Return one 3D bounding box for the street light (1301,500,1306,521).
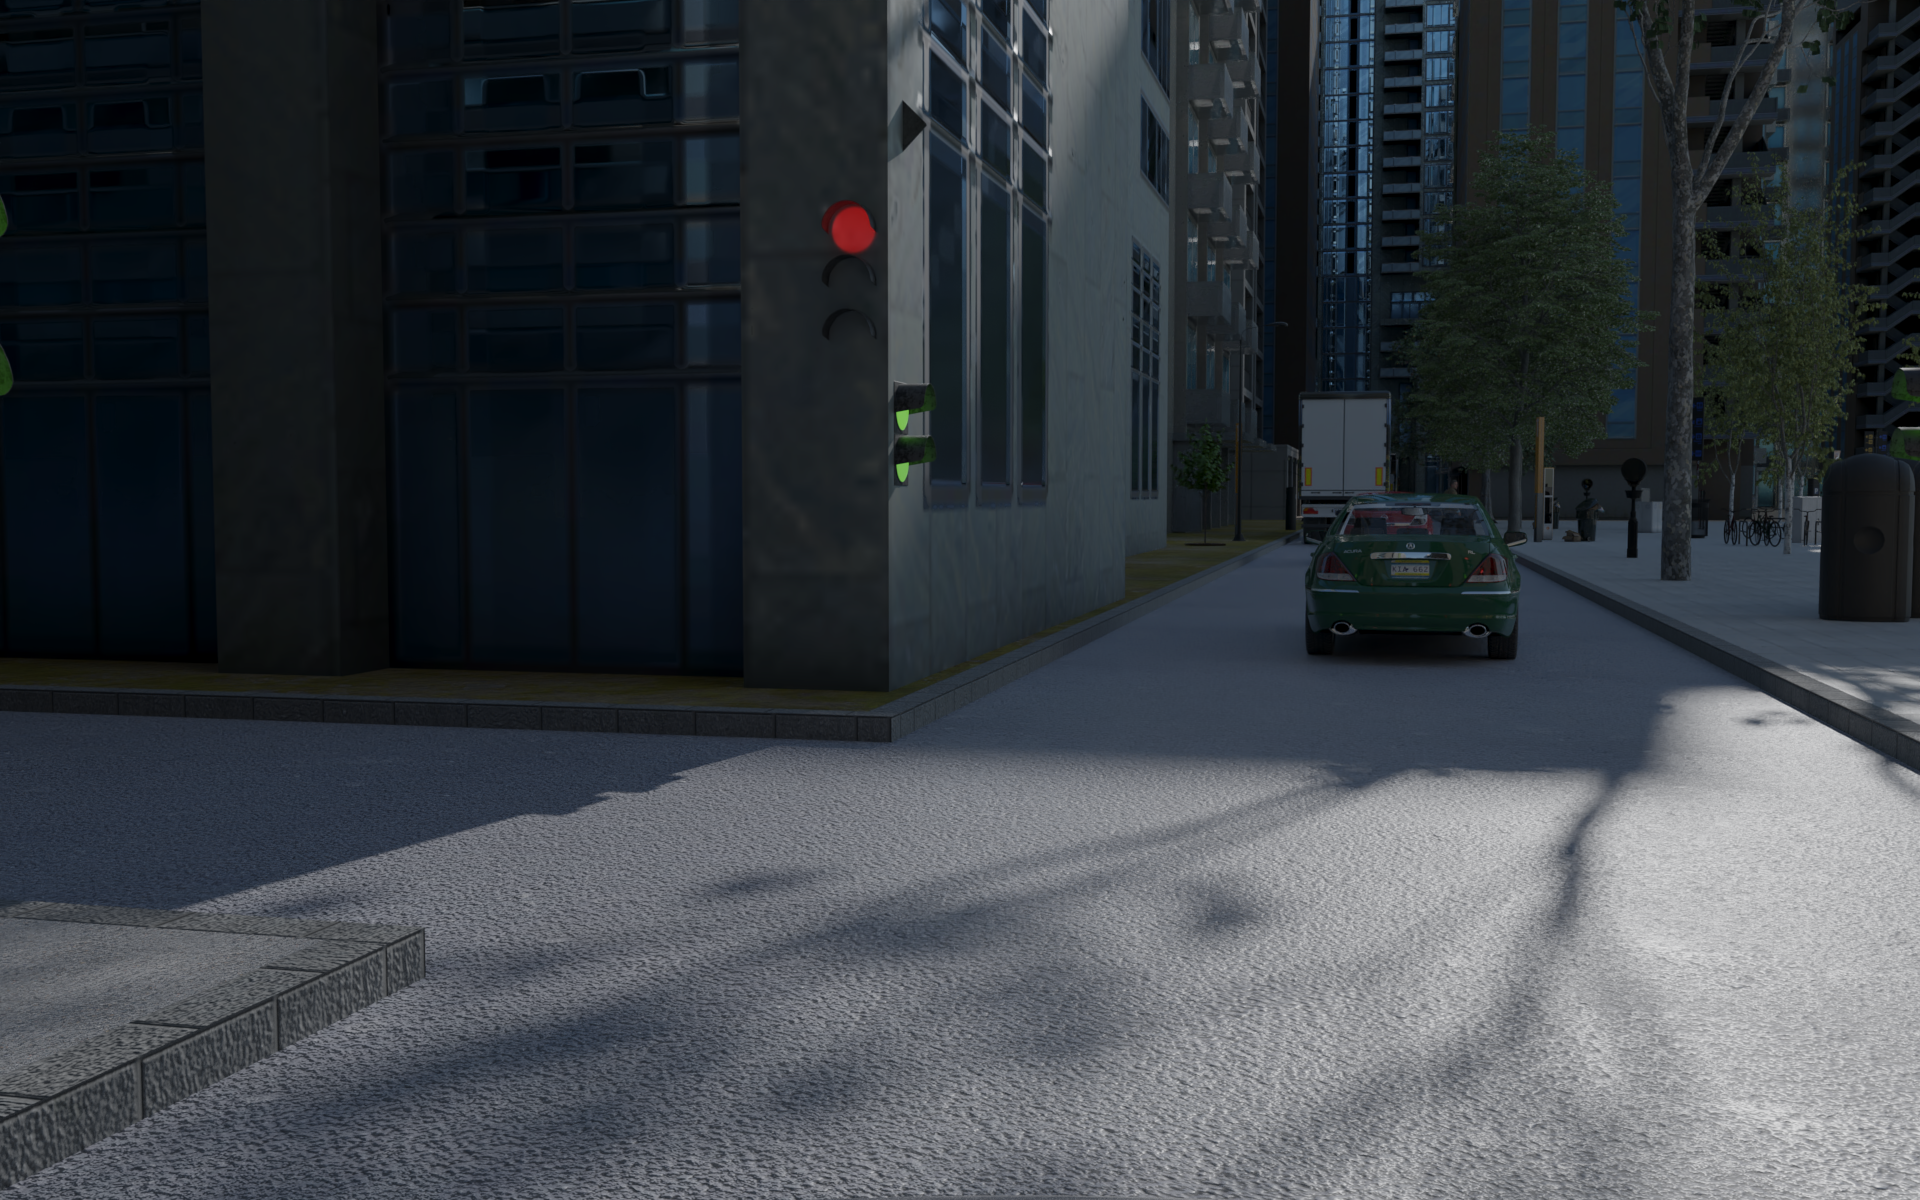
[{"bbox_3d":[16.706,-6.635,81.020,1.470,5.913,1.316,1,4,14],"label":"street light"}]

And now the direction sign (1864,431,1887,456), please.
[{"bbox_3d":[33.111,-4.325,62.712,0.876,3.537,0.379,0,4,-8],"label":"direction sign"}]

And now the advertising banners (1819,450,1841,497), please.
[{"bbox_3d":[34.532,-4.455,69.034,2.074,3.025,0.090,-2,4,-35],"label":"advertising banners"}]

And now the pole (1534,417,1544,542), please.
[{"bbox_3d":[15.358,-3.186,45.941,0.158,3.312,0.155,0,3,0],"label":"pole"}]

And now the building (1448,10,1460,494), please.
[{"bbox_3d":[36.770,-20.327,104.050,14.160,30.474,14.107,1,4,14],"label":"building"}]

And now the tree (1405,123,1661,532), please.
[{"bbox_3d":[17.685,-8.289,53.659,7.486,12.596,7.792,0,3,0],"label":"tree"}]

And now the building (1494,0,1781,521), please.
[{"bbox_3d":[33.303,-26.898,89.899,14.600,45.320,14.200,1,4,14],"label":"building"}]

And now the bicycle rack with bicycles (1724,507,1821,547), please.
[{"bbox_3d":[20.275,-1.810,42.982,2.852,0.926,2.925,1,4,20],"label":"bicycle rack with bicycles"}]

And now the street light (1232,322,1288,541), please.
[{"bbox_3d":[8.147,-4.555,47.018,1.470,5.913,1.316,1,4,14],"label":"street light"}]

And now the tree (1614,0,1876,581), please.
[{"bbox_3d":[11.638,-10.287,24.087,12.611,20.169,13.585,0,3,0],"label":"tree"}]

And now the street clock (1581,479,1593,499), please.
[{"bbox_3d":[29.303,-4.673,80.969,0.471,2.002,0.358,0,4,4],"label":"street clock"}]

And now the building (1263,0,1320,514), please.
[{"bbox_3d":[15.993,-28.301,112.826,14.600,45.320,14.200,1,4,14],"label":"building"}]

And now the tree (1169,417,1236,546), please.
[{"bbox_3d":[6.231,-2.974,43.228,1.663,3.219,1.824,0,3,0],"label":"tree"}]

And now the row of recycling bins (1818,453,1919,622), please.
[{"bbox_3d":[10.229,-0.701,18.581,1.069,1.692,3.534,3,5,45],"label":"row of recycling bins"}]

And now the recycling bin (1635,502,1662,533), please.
[{"bbox_3d":[22.806,-2.748,57.482,0.722,1.027,0.722,-3,5,-43],"label":"recycling bin"}]

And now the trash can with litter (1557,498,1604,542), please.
[{"bbox_3d":[16.739,-2.152,46.566,1.055,1.170,0.624,-2,4,-31],"label":"trash can with litter"}]

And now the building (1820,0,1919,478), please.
[{"bbox_3d":[79.250,-29.929,139.455,14.200,45.320,14.600,1,4,14],"label":"building"}]

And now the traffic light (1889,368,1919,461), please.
[{"bbox_3d":[5.822,-1.282,9.885,0.839,4.253,0.868,1,4,14],"label":"traffic light"}]

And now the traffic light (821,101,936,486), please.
[{"bbox_3d":[-0.603,-1.377,11.440,0.839,4.253,0.868,1,4,14],"label":"traffic light"}]

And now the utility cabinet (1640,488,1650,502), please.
[{"bbox_3d":[24.383,-3.239,61.634,0.318,1.500,1.173,1,4,20],"label":"utility cabinet"}]

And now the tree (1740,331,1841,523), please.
[{"bbox_3d":[36.847,-7.770,77.399,4.360,8.622,3.978,0,3,0],"label":"tree"}]

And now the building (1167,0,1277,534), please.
[{"bbox_3d":[-0.380,-27.268,65.437,23.786,49.044,30.456,1,4,14],"label":"building"}]

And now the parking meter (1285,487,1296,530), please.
[{"bbox_3d":[11.771,-3.254,61.611,0.372,1.533,0.369,0,3,0],"label":"parking meter"}]

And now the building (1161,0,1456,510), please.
[{"bbox_3d":[37.777,-52.751,175.152,31.000,86.520,22.319,1,4,14],"label":"building"}]

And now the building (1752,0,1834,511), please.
[{"bbox_3d":[81.966,-33.432,166.227,30.456,49.044,23.786,1,4,14],"label":"building"}]

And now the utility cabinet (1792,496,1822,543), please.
[{"bbox_3d":[22.304,-2.100,45.492,1.020,1.237,0.306,-2,4,-30],"label":"utility cabinet"}]

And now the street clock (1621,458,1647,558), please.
[{"bbox_3d":[13.523,-1.848,34.784,0.471,2.002,0.358,2,4,29],"label":"street clock"}]

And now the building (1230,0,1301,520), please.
[{"bbox_3d":[8.703,-40.225,95.933,20.563,71.187,20.611,1,4,14],"label":"building"}]

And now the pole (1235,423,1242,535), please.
[{"bbox_3d":[8.036,-3.433,49.979,0.158,3.312,0.155,0,3,0],"label":"pole"}]

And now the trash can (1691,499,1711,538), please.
[{"bbox_3d":[21.388,-2.361,50.260,0.748,1.137,0.748,0,3,0],"label":"trash can"}]

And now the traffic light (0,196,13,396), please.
[{"bbox_3d":[-2.507,-0.903,3.685,0.839,4.253,0.868,1,4,14],"label":"traffic light"}]

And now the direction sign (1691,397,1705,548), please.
[{"bbox_3d":[17.074,-2.985,40.799,0.379,3.537,0.876,-3,4,-38],"label":"direction sign"}]

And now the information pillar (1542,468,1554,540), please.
[{"bbox_3d":[16.300,-2.674,48.205,0.304,2.012,0.304,-1,4,-12],"label":"information pillar"}]

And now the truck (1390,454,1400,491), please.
[{"bbox_3d":[30.738,-8.439,126.891,2.839,4.237,11.283,1,4,15],"label":"truck"}]

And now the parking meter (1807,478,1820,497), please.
[{"bbox_3d":[31.791,-3.598,64.535,0.399,1.863,0.255,-2,4,-27],"label":"parking meter"}]

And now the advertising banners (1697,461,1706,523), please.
[{"bbox_3d":[27.125,-4.112,63.427,0.090,3.025,2.074,1,4,16],"label":"advertising banners"}]

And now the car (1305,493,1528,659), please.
[{"bbox_3d":[4.346,-0.294,16.600,2.131,1.459,4.920,1,4,15],"label":"car"}]

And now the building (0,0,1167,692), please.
[{"bbox_3d":[-7.609,-43.645,26.262,22.319,86.520,31.000,1,4,14],"label":"building"}]

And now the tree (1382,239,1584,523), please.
[{"bbox_3d":[22.962,-9.687,75.391,9.611,12.733,9.660,0,3,0],"label":"tree"}]

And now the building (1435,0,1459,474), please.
[{"bbox_3d":[50.859,-31.727,138.349,23.786,49.044,30.456,1,4,14],"label":"building"}]

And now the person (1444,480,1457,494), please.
[{"bbox_3d":[13.994,-2.504,49.346,0.656,1.842,0.836,3,4,38],"label":"person"}]

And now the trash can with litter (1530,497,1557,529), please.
[{"bbox_3d":[21.323,-3.163,63.104,1.055,1.170,0.624,1,4,23],"label":"trash can with litter"}]

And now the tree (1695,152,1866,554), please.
[{"bbox_3d":[17.510,-5.279,36.678,4.737,8.622,4.395,0,3,0],"label":"tree"}]

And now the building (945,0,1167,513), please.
[{"bbox_3d":[16.689,-51.179,149.441,31.000,86.520,22.319,1,4,14],"label":"building"}]

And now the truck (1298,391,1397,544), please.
[{"bbox_3d":[11.824,-3.901,52.690,2.839,4.237,11.283,1,4,14],"label":"truck"}]

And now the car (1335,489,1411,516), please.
[{"bbox_3d":[8.752,-1.617,35.470,2.155,1.783,4.494,1,4,15],"label":"car"}]
